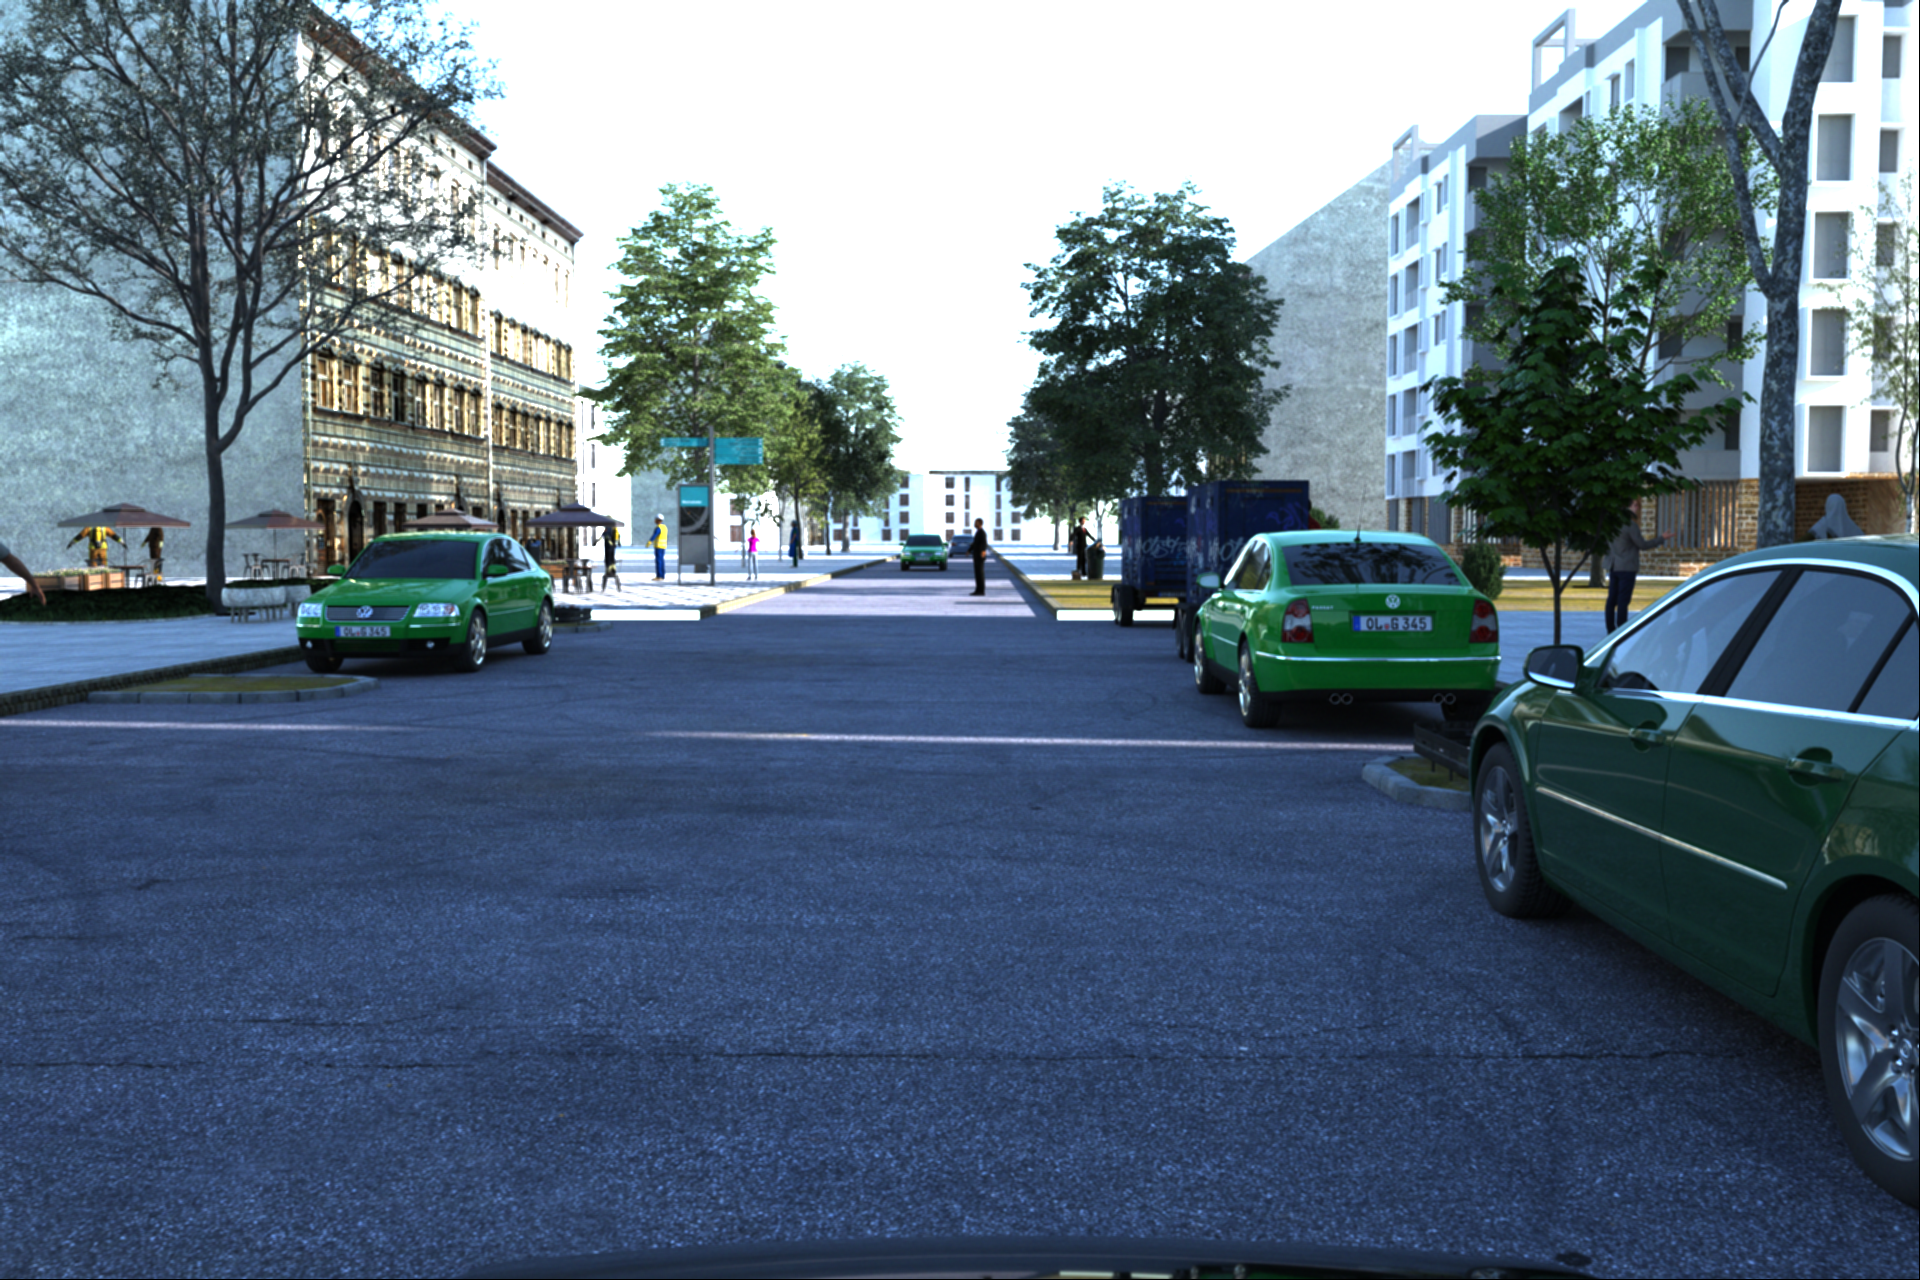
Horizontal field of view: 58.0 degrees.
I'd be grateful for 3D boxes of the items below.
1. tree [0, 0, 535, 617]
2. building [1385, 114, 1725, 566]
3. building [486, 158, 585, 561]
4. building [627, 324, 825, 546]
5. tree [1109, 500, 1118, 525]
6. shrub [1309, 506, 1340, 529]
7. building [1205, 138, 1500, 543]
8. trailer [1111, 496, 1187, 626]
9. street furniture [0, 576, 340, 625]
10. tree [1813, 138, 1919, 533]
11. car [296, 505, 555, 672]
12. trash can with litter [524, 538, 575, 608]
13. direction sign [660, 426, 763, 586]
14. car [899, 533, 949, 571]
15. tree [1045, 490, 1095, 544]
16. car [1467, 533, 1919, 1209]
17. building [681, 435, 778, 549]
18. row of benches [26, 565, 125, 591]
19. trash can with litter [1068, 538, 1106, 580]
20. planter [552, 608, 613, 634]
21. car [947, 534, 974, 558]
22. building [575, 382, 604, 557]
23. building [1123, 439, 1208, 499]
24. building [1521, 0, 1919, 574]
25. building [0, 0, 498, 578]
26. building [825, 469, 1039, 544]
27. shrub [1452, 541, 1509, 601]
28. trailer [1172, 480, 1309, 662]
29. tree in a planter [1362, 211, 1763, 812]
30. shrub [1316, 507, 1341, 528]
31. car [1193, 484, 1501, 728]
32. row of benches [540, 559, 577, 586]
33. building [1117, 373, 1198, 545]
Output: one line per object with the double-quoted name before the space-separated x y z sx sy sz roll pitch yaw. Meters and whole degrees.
"tree" -11.581 -7.129 26.924 12.009 13.543 11.850 0 3 0
"building" 25.509 -13.754 81.299 16.016 20.090 11.380 0 4 1
"building" -28.662 -15.130 78.308 19.493 23.208 18.063 0 4 0
"building" -24.817 -21.855 188.263 19.493 23.208 18.063 0 4 1
"tree" 22.966 -18.754 224.747 7.486 12.596 7.792 0 3 0
"shrub" 7.913 -2.150 39.571 1.690 2.028 1.600 0 3 0
"building" 25.553 -16.804 105.667 19.493 23.208 18.063 0 4 0
"trailer" 3.158 -1.274 27.877 1.471 1.999 3.904 0 4 -1
"street furniture" -11.625 -0.837 29.313 5.734 0.657 10.072 1 4 10
"tree" 18.038 -5.067 33.215 4.360 8.622 3.978 0 3 0
"car" -5.845 -0.645 19.349 1.959 1.807 4.718 0 4 1
"trash can with litter" -6.990 -1.108 29.172 1.678 1.210 2.233 0 4 1
"direction sign" -6.121 -3.340 43.370 2.525 3.948 1.411 0 4 1
"car" -1.420 -3.677 68.910 1.959 1.807 4.718 0 4 1
"tree" 14.695 -18.885 226.893 7.486 12.596 7.792 0 3 0
"car" 2.916 0.410 5.089 2.131 1.459 4.920 0 4 0
"building" -21.201 -13.317 159.873 9.099 9.664 28.070 0 3 0
"row of benches" -16.389 -1.027 32.252 1.422 0.672 4.104 -1 4 -12
"trash can with litter" 3.558 -2.275 48.590 1.055 1.170 0.624 0 4 -1
"planter" -6.284 -0.290 25.880 1.991 0.319 1.994 0 4 1
"car" 0.178 -5.796 106.766 2.014 1.417 4.499 0 3 0
"building" -25.514 -9.803 102.426 9.099 9.664 28.070 0 4 1
"building" 21.275 -13.751 166.983 9.099 9.664 28.070 0 4 0
"building" 26.403 -12.687 63.856 16.016 20.090 11.380 0 4 0
"building" -27.923 -13.939 58.834 19.493 23.208 18.063 0 4 1
"building" -3.935 -17.063 223.587 28.070 9.664 9.099 0 4 6
"shrub" 9.609 -1.277 31.995 1.383 1.207 1.383 0 3 0
"trailer" 3.231 -0.813 20.342 1.471 1.999 3.904 0 4 0
"tree in a planter" 3.343 -0.760 9.648 1.991 3.239 1.994 0 4 0
"shrub" 9.975 -2.667 48.020 1.690 2.028 1.600 0 3 0
"car" 2.999 -0.329 14.167 1.959 1.807 4.718 0 4 0
"row of benches" -11.303 -1.646 42.371 4.104 0.672 1.422 -1 4 -17
"building" 27.702 -20.208 196.856 16.747 18.905 31.486 0 4 0
